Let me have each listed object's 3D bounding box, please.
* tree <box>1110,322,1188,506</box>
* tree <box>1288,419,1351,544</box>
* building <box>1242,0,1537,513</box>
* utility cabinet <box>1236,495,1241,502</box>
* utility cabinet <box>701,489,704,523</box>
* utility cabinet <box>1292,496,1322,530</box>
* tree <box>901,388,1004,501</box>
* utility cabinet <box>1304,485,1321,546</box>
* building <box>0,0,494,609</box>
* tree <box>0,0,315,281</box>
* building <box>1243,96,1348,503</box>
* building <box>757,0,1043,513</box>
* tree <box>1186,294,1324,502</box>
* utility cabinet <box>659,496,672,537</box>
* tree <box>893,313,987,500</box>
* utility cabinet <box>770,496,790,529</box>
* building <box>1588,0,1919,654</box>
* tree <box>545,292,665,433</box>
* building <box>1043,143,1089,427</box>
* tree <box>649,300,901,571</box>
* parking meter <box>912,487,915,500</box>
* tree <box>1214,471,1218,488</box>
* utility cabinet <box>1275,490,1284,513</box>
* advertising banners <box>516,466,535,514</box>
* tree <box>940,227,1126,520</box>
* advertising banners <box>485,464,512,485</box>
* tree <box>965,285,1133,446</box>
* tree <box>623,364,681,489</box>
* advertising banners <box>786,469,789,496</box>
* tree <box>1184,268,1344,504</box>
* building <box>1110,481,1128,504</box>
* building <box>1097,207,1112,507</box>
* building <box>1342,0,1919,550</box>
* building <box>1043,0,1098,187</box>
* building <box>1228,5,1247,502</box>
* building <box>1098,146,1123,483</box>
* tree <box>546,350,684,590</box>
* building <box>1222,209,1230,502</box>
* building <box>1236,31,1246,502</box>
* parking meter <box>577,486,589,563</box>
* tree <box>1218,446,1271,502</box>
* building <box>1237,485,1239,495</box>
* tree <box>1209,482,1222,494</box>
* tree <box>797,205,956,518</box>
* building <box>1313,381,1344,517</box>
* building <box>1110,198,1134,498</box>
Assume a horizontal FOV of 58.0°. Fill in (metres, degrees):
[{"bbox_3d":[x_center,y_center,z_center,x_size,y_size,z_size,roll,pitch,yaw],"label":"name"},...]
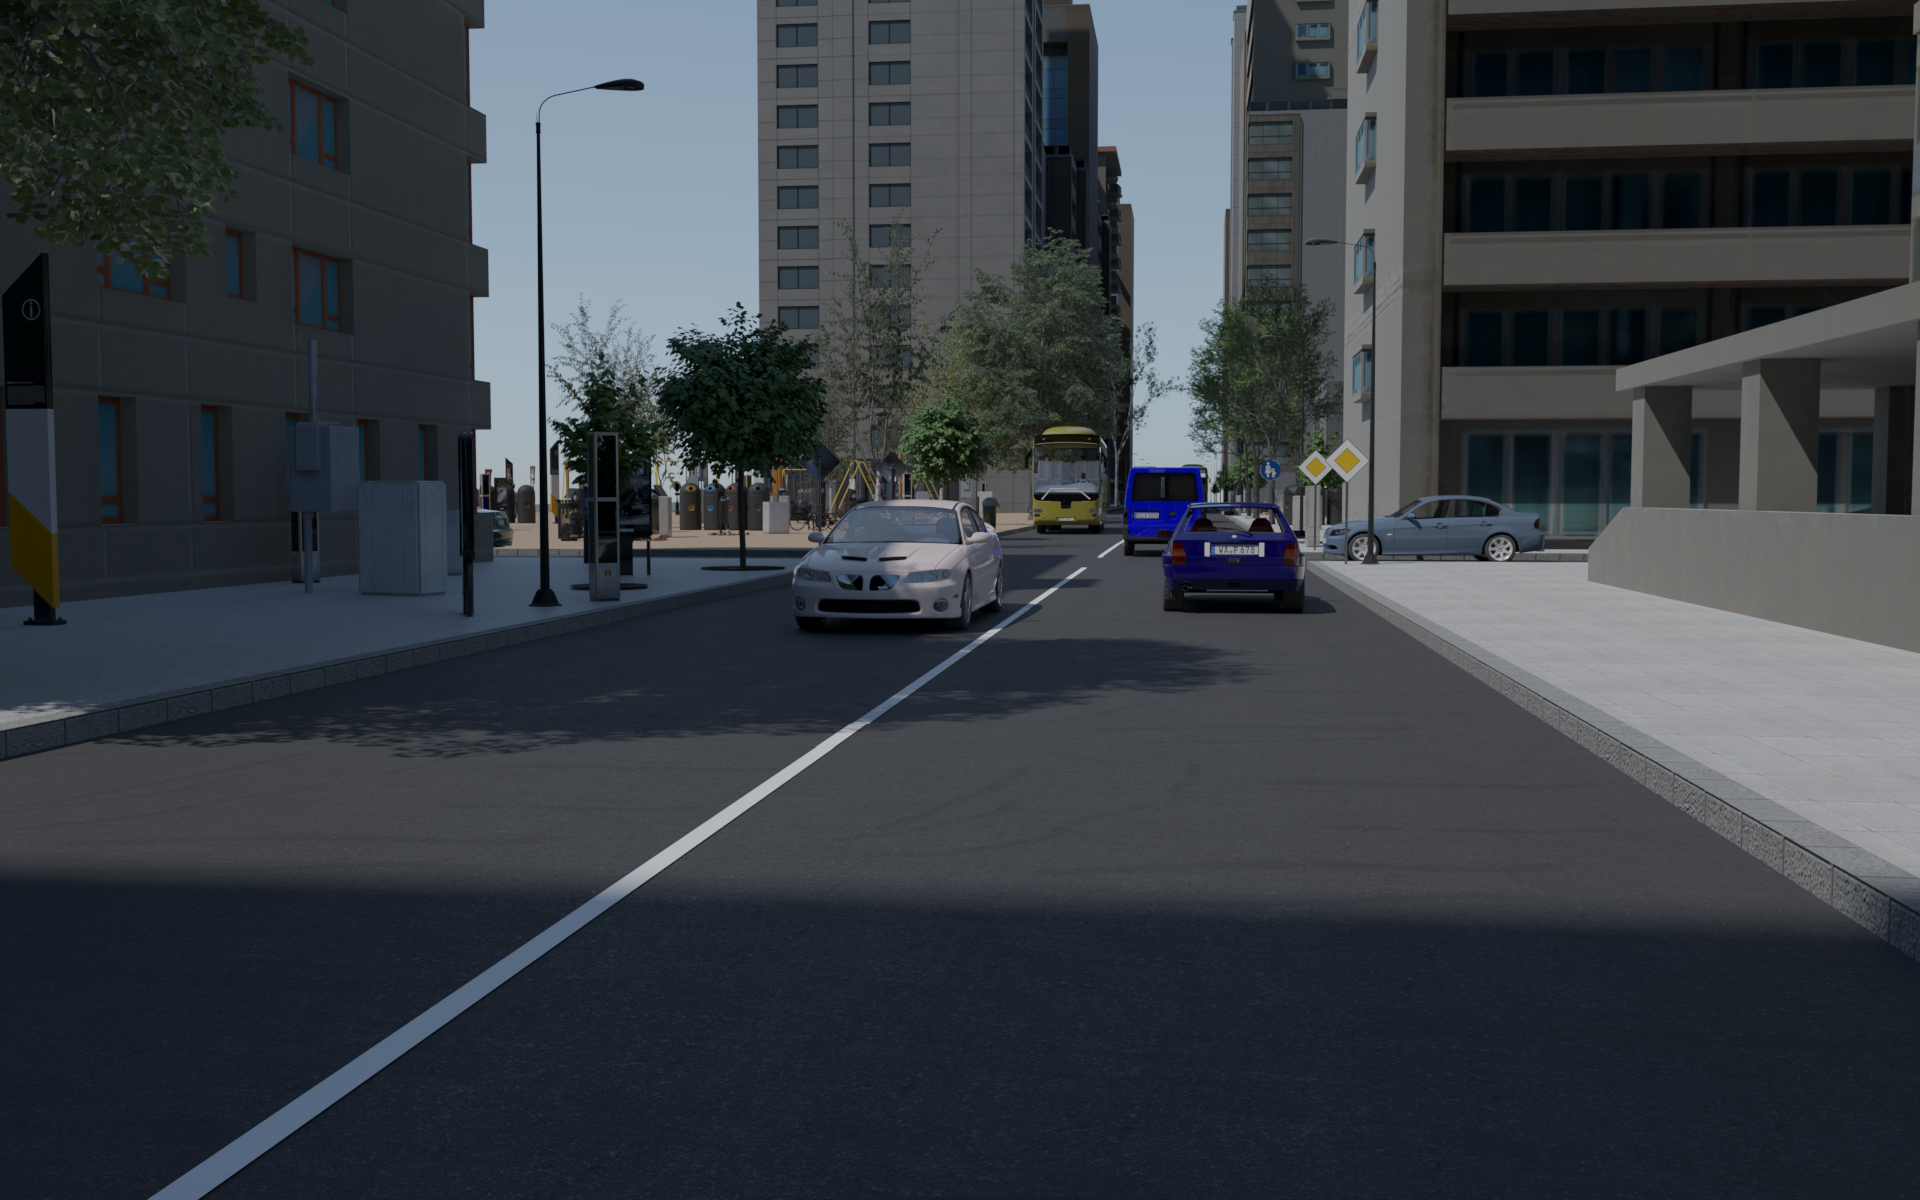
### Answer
[{"bbox_3d":[18.485,-20.413,189.649,12.611,20.169,13.585,0,3,0],"label":"tree"},{"bbox_3d":[9.283,-3.070,44.795,1.663,3.219,1.824,0,3,0],"label":"tree"},{"bbox_3d":[35.140,-31.968,146.381,21.300,48.544,21.600,0,4,8],"label":"building"},{"bbox_3d":[16.370,-5.547,101.855,0.306,1.237,1.020,1,4,12],"label":"utility cabinet"},{"bbox_3d":[-11.170,-4.129,76.193,1.173,1.500,0.318,-3,4,-39],"label":"utility cabinet"},{"bbox_3d":[12.575,-3.154,62.734,1.020,1.237,0.306,2,4,27],"label":"utility cabinet"},{"bbox_3d":[-0.455,-4.275,53.609,4.285,4.588,4.351,0,3,0],"label":"tree"},{"bbox_3d":[8.629,-2.066,42.465,0.318,1.500,1.173,0,4,8],"label":"utility cabinet"},{"bbox_3d":[-25.064,-10.742,20.678,28.899,21.520,27.650,0,4,8],"label":"building"},{"bbox_3d":[-6.381,-5.654,10.567,7.486,12.596,7.792,0,3,0],"label":"tree"},{"bbox_3d":[28.384,-21.905,129.852,14.160,30.474,14.107,0,4,8],"label":"building"},{"bbox_3d":[-2.305,-42.065,126.013,20.563,71.187,20.611,0,4,8],"label":"building"},{"bbox_3d":[15.404,-10.087,90.672,9.928,11.665,9.643,0,3,0],"label":"tree"},{"bbox_3d":[-8.728,-2.461,51.397,0.306,1.237,1.020,0,4,-4],"label":"utility cabinet"},{"bbox_3d":[-0.809,-7.373,70.909,4.737,8.622,4.395,0,3,0],"label":"tree"},{"bbox_3d":[-6.847,-3.252,64.327,1.020,1.237,0.306,0,4,5],"label":"utility cabinet"},{"bbox_3d":[24.317,-19.784,15.347,32.217,40.220,23.993,0,4,8],"label":"building"},{"bbox_3d":[-13.292,-6.967,64.267,4.360,8.622,3.978,0,3,0],"label":"tree"},{"bbox_3d":[3.264,-22.770,143.996,14.160,30.474,14.107,0,4,8],"label":"building"},{"bbox_3d":[-3.703,-2.804,29.557,4.285,4.588,4.351,0,3,0],"label":"tree"},{"bbox_3d":[-1.821,-3.303,62.423,0.372,1.533,0.369,0,3,0],"label":"parking meter"},{"bbox_3d":[30.575,-13.076,197.499,4.285,4.588,4.351,0,3,0],"label":"tree"},{"bbox_3d":[19.405,-5.815,103.759,1.173,1.500,0.318,2,4,28],"label":"utility cabinet"},{"bbox_3d":[-27.093,-6.835,107.937,2.074,3.025,0.090,3,5,39],"label":"advertising banners"},{"bbox_3d":[3.684,-10.891,84.720,9.857,13.997,8.962,0,3,0],"label":"tree"},{"bbox_3d":[-26.880,-6.425,101.236,0.090,3.025,2.074,2,4,27],"label":"advertising banners"},{"bbox_3d":[4.844,-11.448,97.545,12.009,13.543,11.850,0,3,0],"label":"tree"},{"bbox_3d":[-16.920,-8.977,97.136,4.737,8.622,4.395,0,3,0],"label":"tree"},{"bbox_3d":[-7.577,-4.893,76.195,0.090,3.025,2.074,0,4,-4],"label":"advertising banners"},{"bbox_3d":[12.882,-8.438,72.374,8.767,10.594,7.601,3,5,45],"label":"tree"},{"bbox_3d":[7.680,-33.639,241.885,32.217,40.220,23.993,0,4,8],"label":"building"},{"bbox_3d":[7.671,-24.499,172.255,14.160,30.474,14.107,0,4,8],"label":"building"},{"bbox_3d":[21.836,-25.906,47.267,21.600,48.544,21.300,0,4,8],"label":"building"},{"bbox_3d":[5.231,-31.056,157.874,14.600,45.320,14.200,0,4,8],"label":"building"},{"bbox_3d":[43.422,-40.903,210.769,21.231,58.520,28.212,0,4,8],"label":"building"},{"bbox_3d":[8.636,-34.242,214.472,22.147,44.769,28.867,0,4,8],"label":"building"},{"bbox_3d":[-4.878,-1.768,23.501,1.663,3.219,1.824,0,3,0],"label":"tree"},{"bbox_3d":[46.952,-37.477,262.858,14.600,45.320,14.200,0,4,8],"label":"building"},{"bbox_3d":[33.627,-31.474,164.704,14.600,45.320,14.200,0,4,8],"label":"building"},{"bbox_3d":[-6.806,-1.452,32.145,0.372,1.533,0.369,0,3,0],"label":"parking meter"},{"bbox_3d":[20.001,-8.252,118.639,4.285,4.588,4.351,0,3,0],"label":"tree"},{"bbox_3d":[35.808,-30.287,178.780,14.154,41.232,14.086,0,4,8],"label":"building"},{"bbox_3d":[35.662,-15.182,242.828,1.663,3.219,1.824,0,3,0],"label":"tree"},{"bbox_3d":[-2.126,-5.780,44.857,4.360,8.622,3.978,0,3,0],"label":"tree"},{"bbox_3d":[31.262,-47.537,89.900,22.319,86.520,31.000,0,4,8],"label":"building"},{"bbox_3d":[18.890,-37.308,260.088,14.600,45.320,14.200,0,4,8],"label":"building"}]
